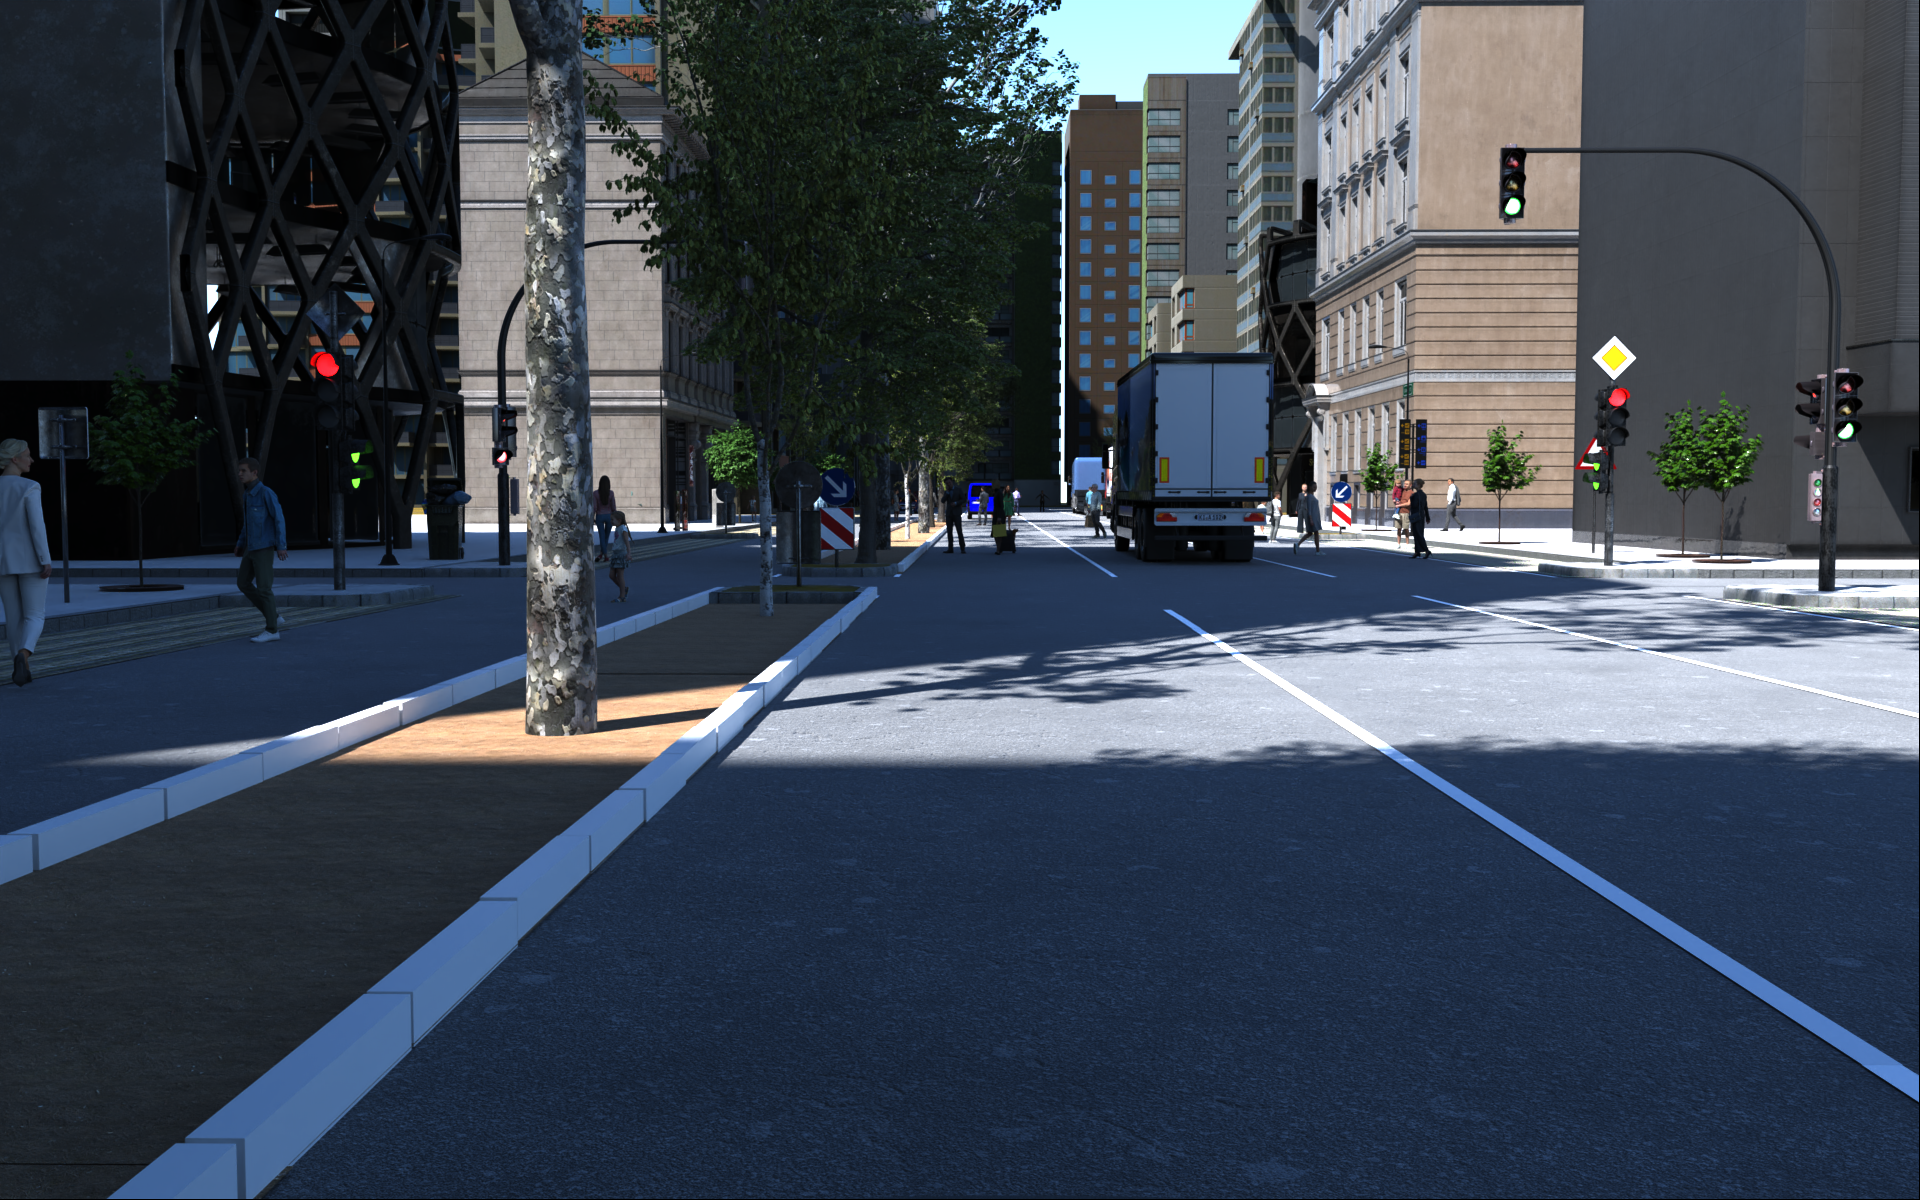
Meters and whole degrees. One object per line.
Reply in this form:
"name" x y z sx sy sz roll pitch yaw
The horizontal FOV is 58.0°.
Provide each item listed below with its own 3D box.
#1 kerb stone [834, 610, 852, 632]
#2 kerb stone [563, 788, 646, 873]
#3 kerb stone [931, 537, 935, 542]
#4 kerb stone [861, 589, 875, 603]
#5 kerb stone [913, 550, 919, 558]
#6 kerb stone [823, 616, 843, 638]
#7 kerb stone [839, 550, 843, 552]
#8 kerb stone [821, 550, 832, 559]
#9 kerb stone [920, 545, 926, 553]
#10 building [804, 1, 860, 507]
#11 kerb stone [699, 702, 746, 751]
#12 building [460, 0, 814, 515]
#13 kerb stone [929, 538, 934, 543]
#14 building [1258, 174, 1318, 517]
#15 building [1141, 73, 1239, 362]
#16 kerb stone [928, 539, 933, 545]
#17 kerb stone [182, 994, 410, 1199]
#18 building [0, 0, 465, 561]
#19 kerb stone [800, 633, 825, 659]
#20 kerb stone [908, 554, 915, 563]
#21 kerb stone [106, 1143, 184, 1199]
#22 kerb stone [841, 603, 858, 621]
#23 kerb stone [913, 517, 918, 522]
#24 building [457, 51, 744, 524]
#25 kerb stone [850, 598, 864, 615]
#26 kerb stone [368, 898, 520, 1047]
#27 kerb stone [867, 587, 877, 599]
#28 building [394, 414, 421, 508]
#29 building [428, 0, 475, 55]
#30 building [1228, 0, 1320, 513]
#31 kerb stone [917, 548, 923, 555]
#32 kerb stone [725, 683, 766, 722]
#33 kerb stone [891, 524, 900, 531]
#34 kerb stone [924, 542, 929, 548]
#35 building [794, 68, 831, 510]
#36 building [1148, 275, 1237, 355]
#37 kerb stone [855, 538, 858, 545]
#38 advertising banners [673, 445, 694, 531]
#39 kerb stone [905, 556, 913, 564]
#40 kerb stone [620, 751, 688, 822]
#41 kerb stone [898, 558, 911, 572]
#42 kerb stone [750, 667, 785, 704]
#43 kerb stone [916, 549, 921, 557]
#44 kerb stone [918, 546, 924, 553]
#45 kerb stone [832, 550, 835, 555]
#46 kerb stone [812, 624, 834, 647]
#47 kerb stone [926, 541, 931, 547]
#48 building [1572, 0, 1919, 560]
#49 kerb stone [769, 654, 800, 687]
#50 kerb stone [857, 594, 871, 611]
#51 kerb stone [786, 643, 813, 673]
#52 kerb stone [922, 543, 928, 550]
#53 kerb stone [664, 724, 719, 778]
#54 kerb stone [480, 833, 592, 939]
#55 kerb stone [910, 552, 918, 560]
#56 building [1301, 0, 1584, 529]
"kerb stone" -1.270 0.238 18.322 0.120 0.150 1.000 0 4 1
"kerb stone" -1.444 0.931 7.032 0.120 0.150 1.000 0 4 1
"kerb stone" -0.841 -1.610 48.582 0.120 0.150 1.000 0 4 1
"kerb stone" -1.221 -0.012 22.432 0.120 0.150 1.000 0 4 1
"kerb stone" -1.012 -0.925 37.318 0.120 0.150 1.000 0 4 1
"kerb stone" -1.299 0.299 17.300 0.120 0.150 1.000 0 4 1
"kerb stone" -3.036 -1.238 42.448 0.120 0.150 1.000 0 4 1
"kerb stone" -3.076 -1.050 39.369 0.120 0.150 1.000 0 4 1
"kerb stone" -0.948 -1.175 41.412 0.120 0.150 1.000 0 4 1
"building" -26.062 -52.297 167.732 31.000 86.520 22.319 0 4 1
"kerb stone" -1.393 0.742 10.097 0.120 0.150 1.000 0 4 1
"building" -21.992 -28.484 120.336 22.147 44.769 28.867 0 4 1
"kerb stone" -0.860 -1.551 47.560 0.120 0.150 1.000 0 4 1
"building" 25.159 -14.080 97.659 16.820 18.784 16.811 0 4 1
"building" 24.927 -29.874 172.041 14.154 41.232 14.086 0 4 1
"kerb stone" -0.869 -1.489 46.533 0.120 0.150 1.000 0 4 1
"kerb stone" -1.480 1.119 3.960 0.120 0.150 1.000 0 4 1
"building" -20.997 -10.626 41.188 16.820 18.784 16.811 0 4 1
"kerb stone" -1.320 0.426 15.234 0.120 0.150 1.000 0 4 1
"kerb stone" -1.039 -0.799 35.266 0.120 0.150 1.000 0 4 1
"kerb stone" -1.497 1.180 2.929 0.120 0.150 1.000 0 4 1
"kerb stone" -1.262 0.174 19.356 0.120 0.150 1.000 0 4 1
"kerb stone" -2.372 -4.062 88.604 0.120 0.150 1.000 0 4 1
"building" -17.084 -13.725 75.310 10.553 20.767 40.483 0 4 1
"kerb stone" -1.253 0.116 20.387 0.120 0.150 1.000 0 4 1
"kerb stone" -1.467 1.057 4.982 0.120 0.150 1.000 0 4 1
"kerb stone" -1.211 -0.077 23.454 0.120 0.150 1.000 0 4 1
"building" -55.997 -31.469 169.144 28.867 44.769 22.147 0 4 1
"building" -65.541 -46.710 201.957 20.611 71.187 20.563 0 4 1
"building" 33.034 -26.428 123.971 32.217 40.220 23.993 0 4 1
"kerb stone" -0.979 -1.045 39.365 0.120 0.150 1.000 0 4 1
"kerb stone" -1.388 0.677 11.119 0.120 0.150 1.000 0 4 1
"kerb stone" -2.636 -2.932 70.136 0.120 0.150 1.000 0 4 1
"kerb stone" -0.928 -1.301 43.462 0.120 0.150 1.000 0 4 1
"building" -21.539 -43.195 144.491 20.563 71.187 20.611 0 4 1
"building" 31.581 -18.719 151.094 27.650 21.520 28.899 0 4 1
"kerb stone" -2.915 -1.740 50.663 0.120 0.150 1.000 0 4 1
"advertising banners" -9.657 -3.944 60.679 0.090 3.025 2.074 1 4 11
"kerb stone" -1.055 -0.737 34.244 0.120 0.150 1.000 0 4 1
"kerb stone" -1.421 0.865 8.053 0.120 0.150 1.000 0 4 1
"kerb stone" -1.064 -0.670 33.213 0.120 0.150 1.000 0 4 1
"kerb stone" -1.366 0.615 12.142 0.120 0.150 1.000 0 4 1
"kerb stone" -0.992 -0.980 38.340 0.120 0.150 1.000 0 4 1
"kerb stone" -0.965 -1.112 40.387 0.120 0.150 1.000 0 4 1
"kerb stone" -3.063 -1.113 40.393 0.120 0.150 1.000 0 4 1
"kerb stone" -1.310 0.364 16.268 0.120 0.150 1.000 0 4 1
"kerb stone" -0.893 -1.363 44.485 0.120 0.150 1.000 0 4 1
"building" 28.083 -14.960 38.100 24.014 27.812 14.314 0 4 1
"kerb stone" -1.354 0.552 13.178 0.120 0.150 1.000 0 4 1
"kerb stone" -1.230 0.055 21.410 0.120 0.150 1.000 0 4 1
"kerb stone" -1.334 0.489 14.204 0.120 0.150 1.000 0 4 1
"kerb stone" -0.931 -1.234 42.434 0.120 0.150 1.000 0 4 1
"kerb stone" -1.414 0.804 9.075 0.120 0.150 1.000 0 4 1
"kerb stone" -1.460 0.990 6.010 0.120 0.150 1.000 0 4 1
"kerb stone" -1.019 -0.862 36.294 0.120 0.150 1.000 0 4 1
"building" 23.067 -17.561 73.023 13.634 28.700 20.117 0 4 1
